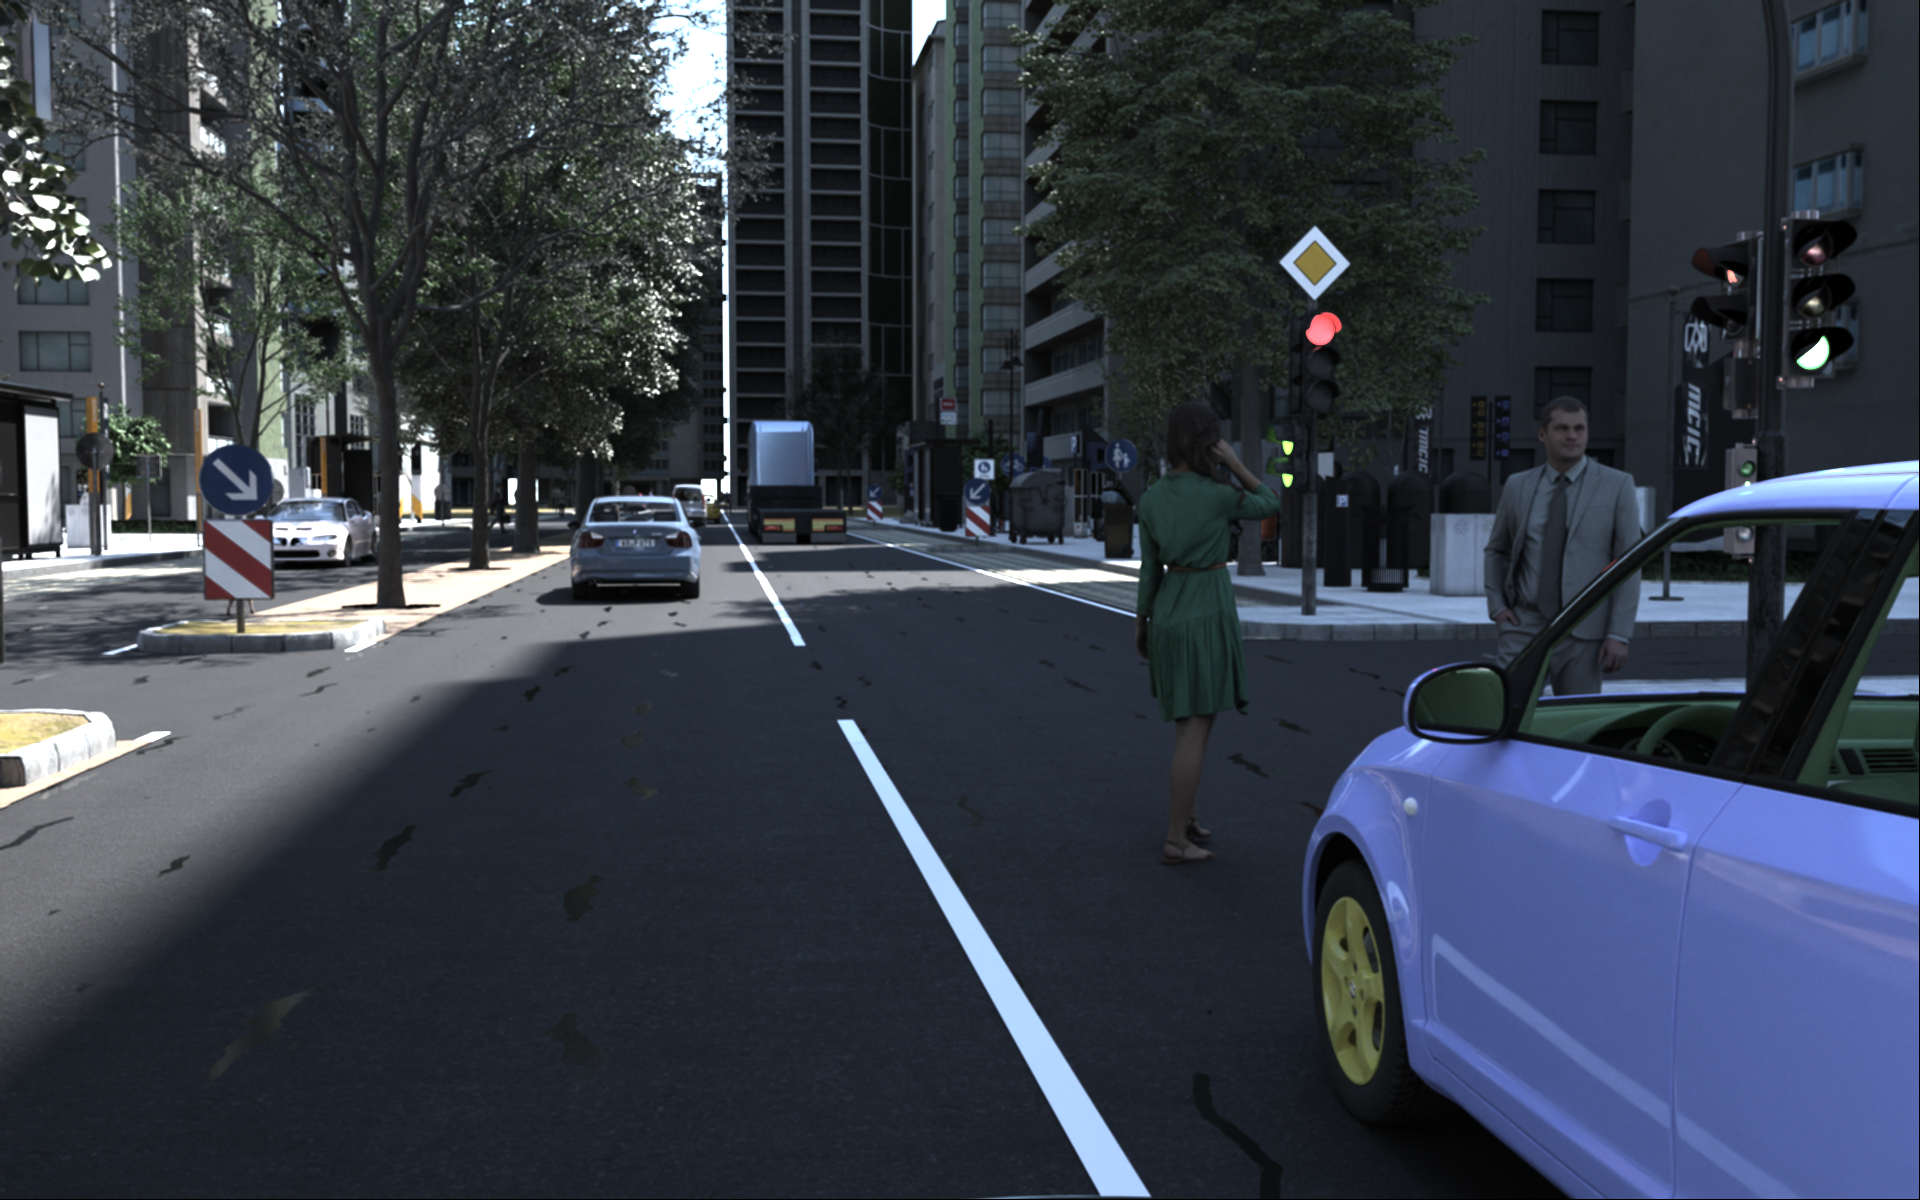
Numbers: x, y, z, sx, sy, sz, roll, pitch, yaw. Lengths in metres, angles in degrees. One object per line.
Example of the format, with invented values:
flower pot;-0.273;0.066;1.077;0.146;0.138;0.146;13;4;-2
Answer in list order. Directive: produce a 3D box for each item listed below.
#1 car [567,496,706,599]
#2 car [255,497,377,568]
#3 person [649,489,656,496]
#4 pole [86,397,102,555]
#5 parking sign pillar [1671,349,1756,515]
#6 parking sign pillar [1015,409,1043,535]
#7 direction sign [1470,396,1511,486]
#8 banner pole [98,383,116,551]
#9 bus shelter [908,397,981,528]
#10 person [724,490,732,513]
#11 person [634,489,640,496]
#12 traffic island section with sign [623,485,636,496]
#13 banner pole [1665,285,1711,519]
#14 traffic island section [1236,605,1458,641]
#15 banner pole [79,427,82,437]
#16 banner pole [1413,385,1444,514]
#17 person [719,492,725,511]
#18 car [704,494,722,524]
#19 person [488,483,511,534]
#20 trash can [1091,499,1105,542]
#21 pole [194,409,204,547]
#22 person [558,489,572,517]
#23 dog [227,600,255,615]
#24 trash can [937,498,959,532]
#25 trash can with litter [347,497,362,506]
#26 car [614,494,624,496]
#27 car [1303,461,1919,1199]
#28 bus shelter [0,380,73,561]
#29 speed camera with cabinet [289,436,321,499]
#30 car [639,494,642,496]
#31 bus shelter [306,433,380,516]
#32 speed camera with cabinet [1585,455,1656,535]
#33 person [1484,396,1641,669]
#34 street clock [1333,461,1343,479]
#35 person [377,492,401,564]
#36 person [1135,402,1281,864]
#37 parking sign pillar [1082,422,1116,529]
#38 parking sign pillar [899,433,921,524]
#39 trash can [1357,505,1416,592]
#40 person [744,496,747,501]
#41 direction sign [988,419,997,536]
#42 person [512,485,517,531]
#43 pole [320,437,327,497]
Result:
car;-4.666;-0.796;25.017;2.014;1.417;4.499;-1;4;-10
car;-13.047;-1.388;35.063;2.083;1.381;4.827;-1;4;-9
person;-27.474;-8.955;154.777;0.599;1.838;0.709;-1;4;-10
pole;-18.291;-2.613;36.567;0.158;3.312;0.155;0;3;0
parking sign pillar;12.832;-2.514;29.578;1.447;3.967;1.447;1;4;11
parking sign pillar;2.363;-4.025;54.281;1.447;3.967;1.447;0;4;6
direction sign;12.257;-2.942;40.096;0.876;3.537;0.379;1;4;16
banner pole;-19.424;-3.020;39.387;0.401;3.779;0.863;-1;4;-14
bus shelter;-0.842;-5.613;69.408;2.179;5.291;8.768;0;4;-8
person;-17.076;-7.277;127.928;0.568;1.767;0.683;3;5;44
person;-21.980;-6.633;117.043;1.348;1.812;0.705;0;4;-6
traffic island section with sign;-17.386;-5.063;90.910;2.006;1.907;1.989;-1;4;-8
banner pole;8.765;-1.893;20.966;0.863;3.779;0.401;-2;4;-25
traffic island section;3.718;0.240;18.362;2.009;0.180;2.903;-1;4;-8
banner pole;-32.981;-4.596;65.157;0.401;3.779;0.863;-1;4;-21
banner pole;10.816;-3.049;39.863;0.863;3.779;0.401;2;4;34
person;-20.176;-8.366;146.760;0.593;1.643;0.415;-1;4;-14
car;-12.644;-4.561;84.792;2.015;1.641;3.980;-1;4;-9
person;-16.708;-3.313;62.632;0.822;1.834;0.622;0;4;-6
trash can;3.933;-2.162;47.008;0.748;1.137;0.748;0;3;0
pole;-18.305;-2.926;41.676;0.158;3.312;0.155;0;3;0
person;-24.545;-6.029;107.608;0.750;1.759;0.617;-3;5;-42
dog;-8.549;-0.079;20.579;0.406;0.507;0.540;-3;5;-41
trash can;-0.401;-2.897;59.022;0.748;1.137;0.748;0;3;0
trash can with litter;-22.598;-3.286;65.115;1.055;1.170;0.624;-3;5;-43
car;-25.591;-7.427;131.221;2.009;1.686;4.222;-1;4;-9
car;1.840;0.406;2.959;1.945;1.707;3.694;0;4;-7
bus shelter;-18.401;-3.238;30.579;2.179;5.291;8.768;0;4;-8
speed camera with cabinet;-22.766;-4.027;60.179;0.660;3.252;2.038;0;4;-6
car;-29.360;-8.997;156.138;2.155;1.783;4.494;0;4;-7
bus shelter;-24.735;-4.795;69.685;1.731;3.624;6.357;0;4;-8
speed camera with cabinet;15.164;-2.826;40.534;2.038;3.252;0.660;3;5;42
person;2.351;0.107;6.846;0.635;1.810;0.391;2;4;27
street clock;7.988;-2.004;37.336;0.358;2.002;0.471;-3;5;-42
person;-11.660;-1.637;35.439;0.511;1.800;0.466;2;4;24
person;0.912;0.114;6.879;0.600;1.795;0.529;2;4;35
parking sign pillar;5.203;-4.674;64.887;1.447;3.967;1.447;-2;4;-33
parking sign pillar;-1.924;-5.315;75.380;1.447;3.967;1.447;-2;4;-33
trash can;5.595;-0.680;22.772;0.748;1.137;0.748;0;3;0
person;-15.397;-7.253;127.802;1.217;1.743;0.721;-3;4;-37
direction sign;0.931;-3.712;52.682;0.379;3.537;0.876;0;4;8
person;-17.131;-3.595;67.257;0.573;1.828;0.580;-3;4;-36
pole;-22.845;-4.182;62.220;0.158;3.312;0.155;0;3;0
